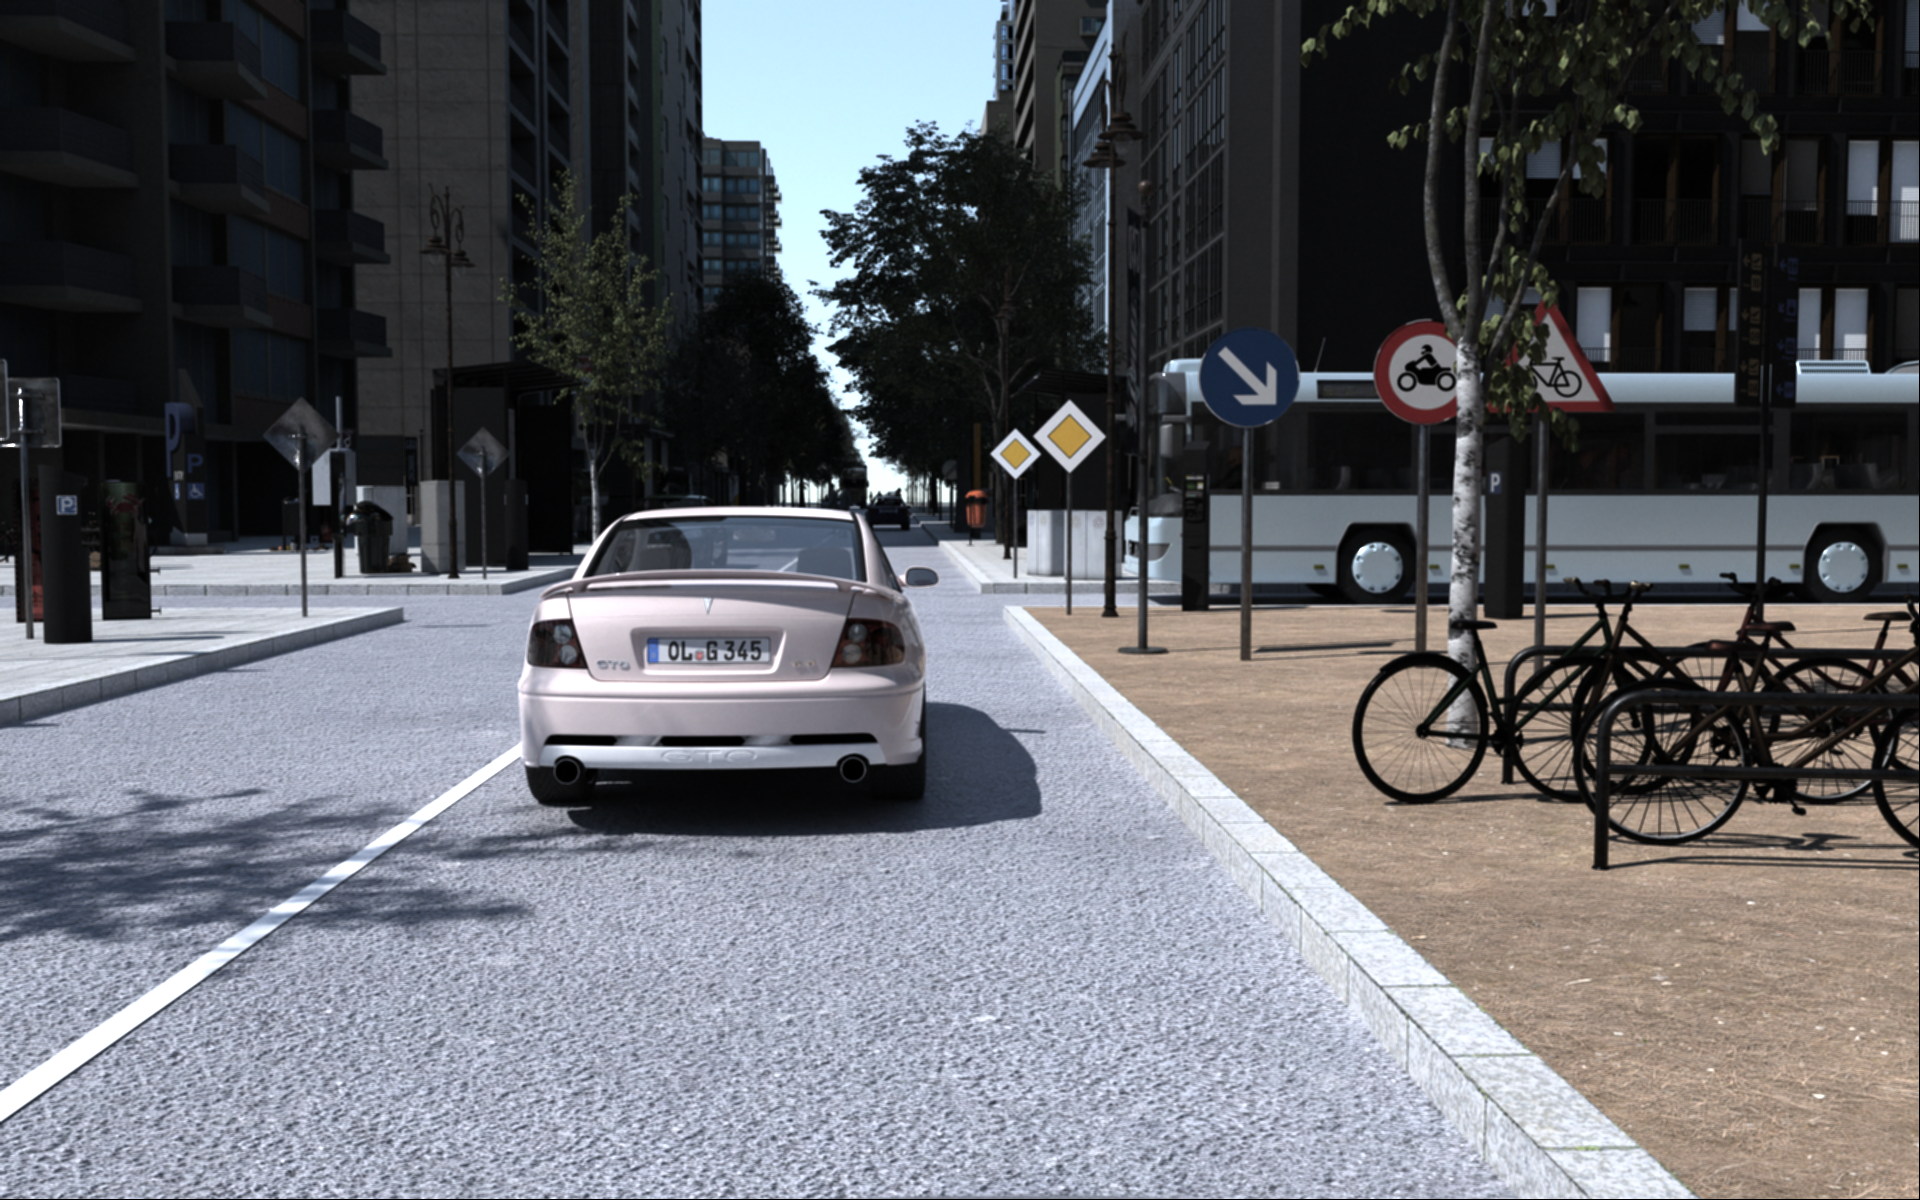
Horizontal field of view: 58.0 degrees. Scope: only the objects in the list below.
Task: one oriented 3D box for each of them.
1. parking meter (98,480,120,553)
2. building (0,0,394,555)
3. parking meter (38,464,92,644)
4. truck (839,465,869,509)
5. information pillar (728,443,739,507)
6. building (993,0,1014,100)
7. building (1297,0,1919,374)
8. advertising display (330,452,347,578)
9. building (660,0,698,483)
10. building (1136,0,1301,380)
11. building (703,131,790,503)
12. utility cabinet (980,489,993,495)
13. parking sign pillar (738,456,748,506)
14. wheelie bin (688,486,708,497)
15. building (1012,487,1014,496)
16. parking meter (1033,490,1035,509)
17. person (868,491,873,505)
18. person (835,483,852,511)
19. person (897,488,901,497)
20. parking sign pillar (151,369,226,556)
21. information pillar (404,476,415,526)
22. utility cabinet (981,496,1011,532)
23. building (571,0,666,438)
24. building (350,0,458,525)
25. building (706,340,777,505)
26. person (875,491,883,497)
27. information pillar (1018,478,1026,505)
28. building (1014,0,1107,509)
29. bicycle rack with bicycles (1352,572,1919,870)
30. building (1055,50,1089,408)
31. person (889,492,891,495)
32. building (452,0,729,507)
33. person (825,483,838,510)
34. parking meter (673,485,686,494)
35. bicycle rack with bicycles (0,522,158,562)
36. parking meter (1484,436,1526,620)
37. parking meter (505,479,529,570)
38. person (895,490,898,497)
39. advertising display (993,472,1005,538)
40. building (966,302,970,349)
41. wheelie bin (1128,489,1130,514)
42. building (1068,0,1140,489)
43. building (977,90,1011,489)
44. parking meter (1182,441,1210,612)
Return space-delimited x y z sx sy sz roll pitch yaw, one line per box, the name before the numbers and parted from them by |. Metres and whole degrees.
parking meter | -14.934 -1.349 30.469 0.372 1.533 0.369 0 3 0
building | -29.185 -24.028 47.482 22.147 44.769 28.867 0 4 -2
parking meter | -7.717 -0.400 14.943 0.372 1.533 0.369 0 3 0
truck | -10.304 -11.023 169.140 2.839 4.237 11.283 0 4 -3
information pillar | -10.231 -5.312 78.199 0.504 3.616 0.183 -3 5 -39
building | 13.221 -56.112 230.094 22.319 86.520 31.000 0 4 -2
building | 17.137 -12.866 40.043 15.834 23.373 12.332 0 4 -2
advertising display | -9.580 -1.315 26.710 0.123 1.923 0.974 -1 4 -13
building | -34.094 -32.921 127.499 28.713 52.752 27.495 0 4 -2
building | 15.707 -16.902 69.854 14.314 27.812 24.014 0 4 -2
building | -35.619 -37.661 235.369 23.786 49.044 30.456 0 4 -2
utility cabinet | 0.740 -3.751 70.000 1.173 1.500 0.318 2 4 26
parking sign pillar | -12.136 -6.614 96.610 1.447 3.967 1.447 0 4 -1
wheelie bin | -10.513 -3.755 69.304 0.980 1.594 0.693 0 4 -3
building | 20.518 -28.501 157.878 32.217 40.220 23.993 0 4 -2
parking meter | 3.731 -4.617 83.896 0.372 1.533 0.369 0 3 0
person | -11.966 -13.678 232.149 0.705 1.823 1.348 -2 4 -23
person | -3.865 -2.978 57.371 0.473 1.802 0.592 -1 4 -20
person | -3.736 -6.054 107.496 0.705 1.823 1.348 0 4 3
parking sign pillar | -16.401 -2.951 36.716 1.447 3.967 1.447 -3 4 -39
information pillar | -22.195 -3.998 69.860 0.304 2.012 0.304 0 4 7
utility cabinet | 1.217 -2.894 58.484 1.020 1.237 0.306 0 4 3
building | -26.311 -25.920 107.387 14.154 41.232 14.086 0 4 -2
building | -26.918 -39.218 79.467 20.563 71.187 20.611 0 4 -2
building | -36.513 -22.089 206.200 27.650 21.520 28.899 0 4 -2
person | -7.500 -9.287 161.067 1.217 1.736 0.721 0 4 -1
information pillar | 2.858 -4.625 80.107 0.304 2.012 0.304 -2 4 -25
building | 15.566 -31.251 134.660 21.300 48.544 21.600 0 4 -2
bicycle rack with bicycles | 3.041 0.402 6.813 2.925 0.926 2.852 1 4 9
building | 13.198 -21.117 116.970 14.160 30.474 14.107 0 4 -2
person | -9.722 -13.876 236.191 0.721 1.723 1.217 -1 4 -14
building | -31.008 -43.599 151.090 20.563 71.187 20.611 0 4 -2
person | -4.550 -3.244 61.668 0.853 1.813 0.709 0 4 1
parking meter | -8.112 -2.551 50.113 0.372 1.533 0.369 0 3 0
bicycle rack with bicycles | -17.095 -1.231 33.509 2.925 0.926 2.852 -1 4 -13
parking meter | 5.602 -0.741 17.820 0.255 1.863 0.399 -1 4 -16
parking meter | -7.503 -1.278 29.307 0.372 1.533 0.369 0 3 0
person | -4.603 -7.360 129.663 0.721 1.723 1.217 1 4 19
advertising display | 1.196 -2.792 50.856 0.123 1.923 0.974 1 4 22
building | 7.429 -29.505 254.109 14.160 30.474 14.107 0 4 -2
wheelie bin | 6.729 -3.914 71.894 0.980 1.594 0.693 -3 4 -37
building | 12.740 -16.744 91.779 12.078 24.808 19.932 0 4 -2
building | 13.208 -35.545 204.854 21.300 48.544 21.600 0 4 -2
parking meter | 2.590 -0.813 19.005 0.255 1.863 0.399 1 4 16
